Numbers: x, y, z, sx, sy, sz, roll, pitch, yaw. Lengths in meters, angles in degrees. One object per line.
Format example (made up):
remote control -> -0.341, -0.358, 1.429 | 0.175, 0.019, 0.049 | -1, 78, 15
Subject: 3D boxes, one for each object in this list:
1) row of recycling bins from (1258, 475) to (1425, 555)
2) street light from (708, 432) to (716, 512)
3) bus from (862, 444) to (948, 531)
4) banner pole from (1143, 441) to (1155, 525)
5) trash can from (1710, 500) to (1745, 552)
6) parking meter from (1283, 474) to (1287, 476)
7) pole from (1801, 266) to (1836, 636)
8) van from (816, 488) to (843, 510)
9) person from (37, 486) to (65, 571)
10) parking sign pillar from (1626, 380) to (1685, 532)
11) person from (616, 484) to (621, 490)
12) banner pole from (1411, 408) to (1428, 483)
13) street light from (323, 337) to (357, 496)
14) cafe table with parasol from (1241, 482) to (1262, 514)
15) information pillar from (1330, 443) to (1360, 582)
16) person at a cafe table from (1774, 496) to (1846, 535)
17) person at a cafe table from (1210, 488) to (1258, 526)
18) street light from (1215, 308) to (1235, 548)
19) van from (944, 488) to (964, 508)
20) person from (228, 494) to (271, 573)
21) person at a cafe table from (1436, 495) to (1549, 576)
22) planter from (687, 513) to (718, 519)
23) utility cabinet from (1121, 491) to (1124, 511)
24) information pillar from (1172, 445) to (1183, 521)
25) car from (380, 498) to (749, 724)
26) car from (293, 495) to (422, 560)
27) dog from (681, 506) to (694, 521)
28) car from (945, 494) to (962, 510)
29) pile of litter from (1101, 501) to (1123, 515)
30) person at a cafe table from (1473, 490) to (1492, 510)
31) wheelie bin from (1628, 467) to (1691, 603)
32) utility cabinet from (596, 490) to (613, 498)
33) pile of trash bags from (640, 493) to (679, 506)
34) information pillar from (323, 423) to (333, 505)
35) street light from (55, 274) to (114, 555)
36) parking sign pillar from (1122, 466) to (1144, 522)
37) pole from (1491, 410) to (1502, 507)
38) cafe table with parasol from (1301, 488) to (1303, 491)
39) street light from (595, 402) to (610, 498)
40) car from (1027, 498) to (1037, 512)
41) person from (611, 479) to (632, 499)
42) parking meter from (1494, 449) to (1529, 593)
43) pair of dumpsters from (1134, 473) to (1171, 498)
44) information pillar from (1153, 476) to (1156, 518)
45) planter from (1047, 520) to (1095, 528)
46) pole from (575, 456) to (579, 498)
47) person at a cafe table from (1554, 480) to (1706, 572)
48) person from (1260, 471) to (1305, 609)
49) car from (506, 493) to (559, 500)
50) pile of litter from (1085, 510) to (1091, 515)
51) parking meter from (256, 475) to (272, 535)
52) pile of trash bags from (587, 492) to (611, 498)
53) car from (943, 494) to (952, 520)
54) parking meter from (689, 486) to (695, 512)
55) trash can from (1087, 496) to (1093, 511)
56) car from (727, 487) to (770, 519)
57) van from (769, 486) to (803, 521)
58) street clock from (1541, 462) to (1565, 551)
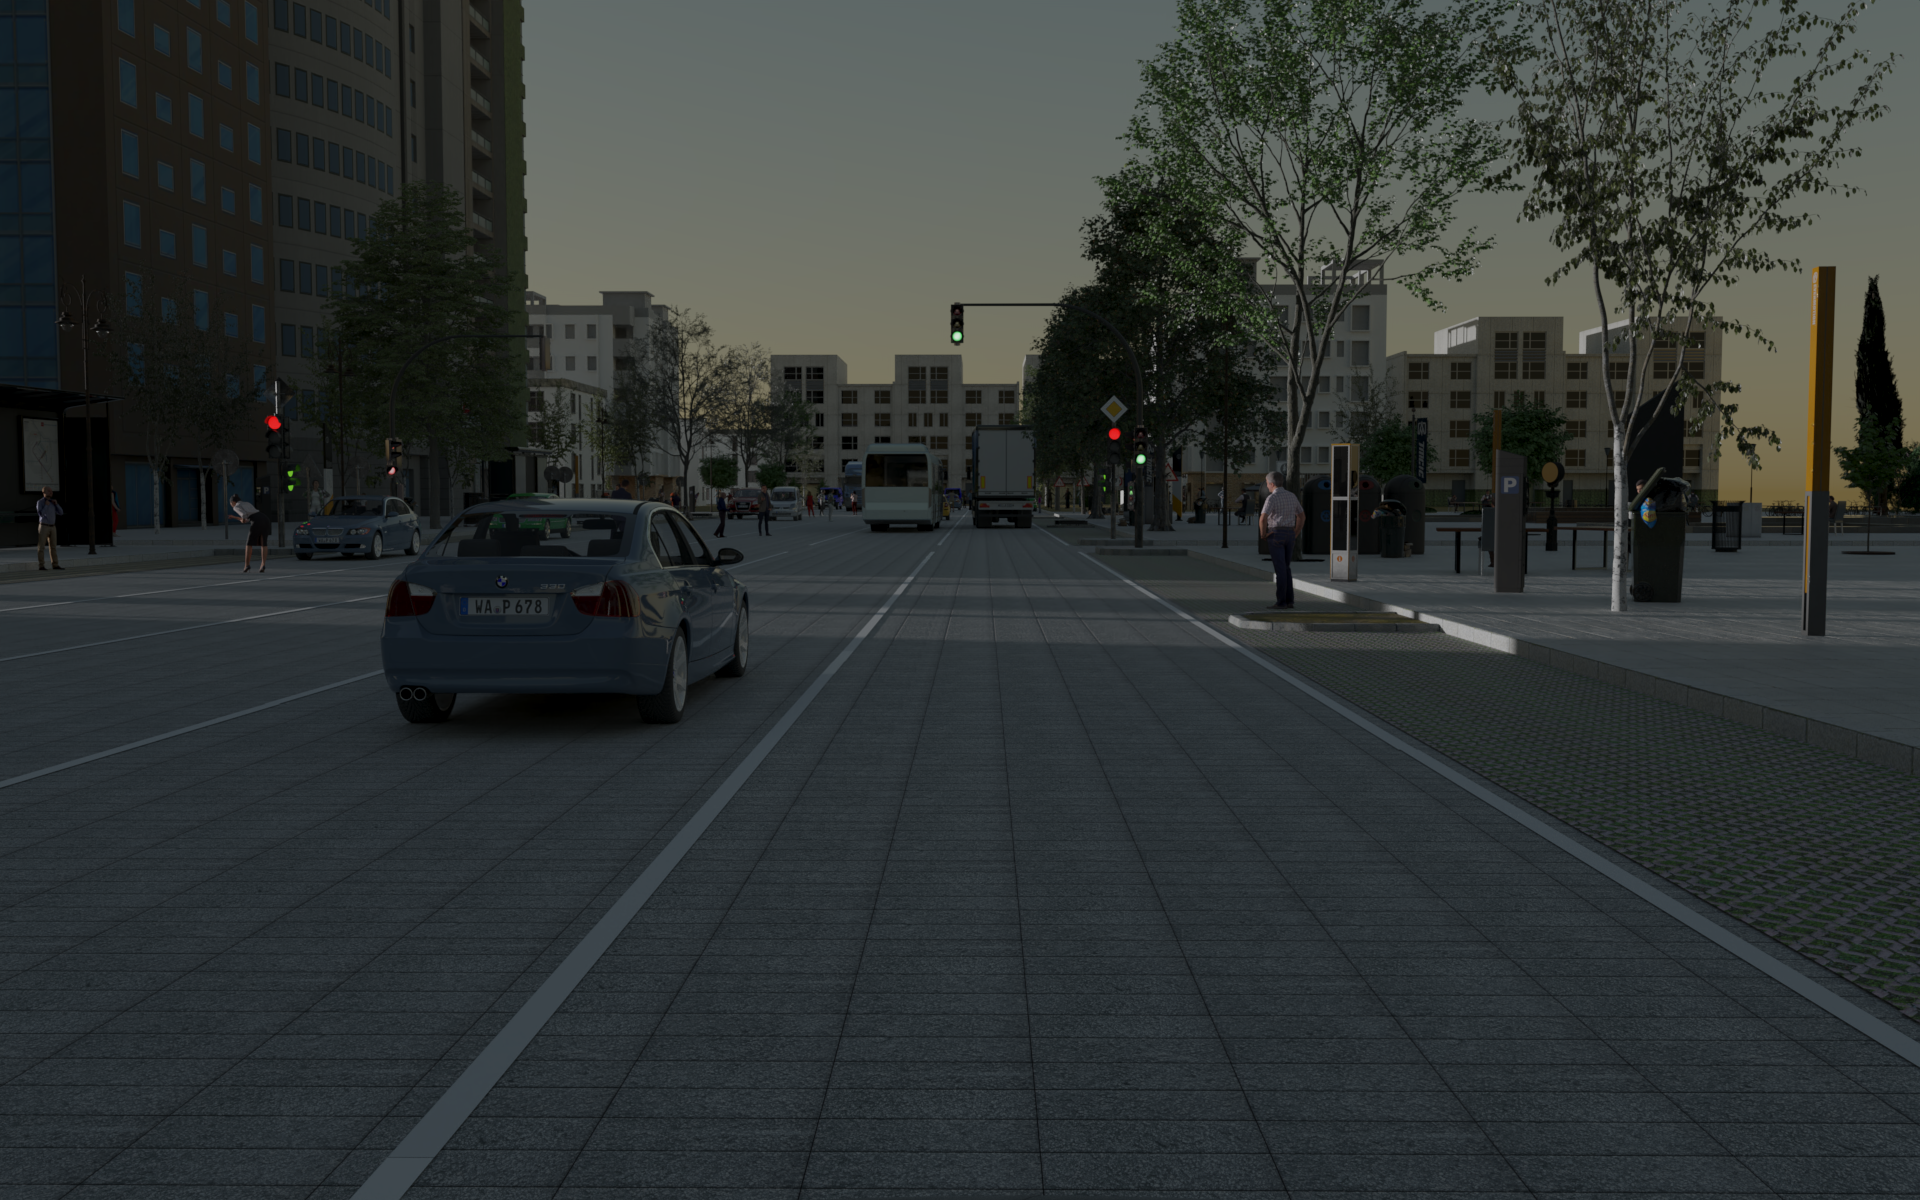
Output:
row of recycling bins -> 8.119, -1.824, 36.928 | 3.534, 1.692, 1.069 | 0, 4, -4
street light -> -17.386, -9.068, 121.046 | 0.468, 5.910, 1.993 | 0, 4, 1
bus -> -2.142, -4.580, 69.745 | 2.948, 3.499, 13.247 | 0, 4, 1
banner pole -> 7.666, -4.985, 71.525 | 0.863, 3.779, 0.401 | -1, 4, -11
trash can -> 16.962, -1.630, 38.308 | 0.748, 1.137, 0.748 | 0, 3, 0
parking meter -> 9.163, -2.681, 49.553 | 0.399, 1.863, 0.255 | 1, 4, 21
pole -> 7.754, -1.333, 15.640 | 0.158, 3.312, 0.155 | 0, 3, 0
van -> -11.968, -9.508, 159.837 | 2.240, 2.365, 5.245 | 0, 4, 2
person -> -17.043, -1.337, 32.421 | 0.319, 1.574, 0.516 | 2, 4, 26
parking sign pillar -> 15.978, -3.152, 40.006 | 1.447, 3.967, 1.447 | 0, 4, -3
person -> -9.240, -2.313, 47.242 | 0.530, 1.710, 0.541 | 1, 4, 22
banner pole -> 13.244, -3.675, 50.110 | 0.401, 3.779, 0.863 | -1, 4, -23
street light -> -18.250, -4.792, 51.131 | 0.468, 5.910, 1.993 | 0, 4, 1
cafe table with parasol -> 17.667, -5.907, 101.448 | 2.610, 1.966, 2.610 | 0, 4, -7
information pillar -> 5.634, -1.276, 25.358 | 0.304, 2.012, 0.304 | 3, 4, 39
person at a cafe table -> 26.872, -2.663, 54.394 | 1.698, 1.238, 1.726 | -2, 4, -33
person at a cafe table -> 11.438, -3.819, 70.952 | 1.698, 1.524, 1.622 | -2, 4, -29
street light -> 6.288, -4.168, 40.935 | 0.468, 5.910, 1.993 | 0, 4, 1
van -> -0.740, -10.793, 180.848 | 2.240, 2.365, 5.245 | 0, 4, 0
person -> -13.002, -1.220, 31.641 | 0.799, 1.438, 0.628 | -1, 4, -12
person at a cafe table -> 8.545, -1.037, 27.809 | 1.698, 1.238, 1.726 | 1, 4, 14
planter -> -15.241, -4.912, 101.443 | 1.991, 0.319, 1.994 | 0, 4, 1
utility cabinet -> 10.577, -6.080, 108.083 | 1.173, 1.500, 0.318 | -2, 4, -31
information pillar -> 10.381, -5.583, 82.636 | 0.504, 3.616, 0.183 | 2, 4, 26
car -> -2.584, -0.006, 12.104 | 2.014, 1.417, 4.499 | 0, 4, 1
car -> -13.525, -1.658, 39.119 | 2.014, 1.417, 4.499 | 0, 4, -1
dog -> -14.503, -4.658, 92.988 | 0.800, 0.831, 0.513 | 2, 4, 33
car -> -0.793, -8.676, 153.848 | 2.014, 1.417, 4.499 | 0, 4, 0
pile of litter -> 9.460, -5.533, 104.433 | 1.719, 0.858, 1.176 | 0, 4, 7
person at a cafe table -> 29.839, -5.456, 97.716 | 1.698, 1.524, 1.622 | 0, 4, 2
wheelie bin -> 8.362, -0.784, 20.723 | 0.693, 1.594, 0.980 | 1, 4, 18
utility cabinet -> -20.024, -5.470, 98.118 | 1.173, 1.500, 0.318 | -2, 4, -35
pile of trash bags -> -19.754, -6.410, 114.557 | 1.912, 1.369, 3.447 | 2, 4, 27
information pillar -> -20.796, -4.015, 56.994 | 0.183, 3.616, 0.504 | 0, 4, 5
street light -> -18.431, -3.904, 36.614 | 0.468, 5.910, 1.993 | 0, 4, 1
parking sign pillar -> 8.329, -5.673, 81.223 | 1.447, 3.967, 1.447 | 0, 4, 8
pole -> 13.023, -2.949, 42.065 | 0.158, 3.312, 0.155 | 0, 3, 0
cafe table with parasol -> 18.000, -4.985, 86.377 | 2.610, 1.966, 2.610 | -1, 4, -12
street light -> -17.748, -6.927, 86.039 | 0.468, 5.910, 1.993 | 0, 4, 1
car -> 5.389, -8.162, 142.238 | 1.959, 1.807, 4.718 | 0, 4, 1
person -> -7.749, -1.877, 39.632 | 0.683, 1.767, 0.568 | 1, 4, 11
parking meter -> 7.196, -1.032, 22.584 | 0.399, 1.863, 0.255 | 2, 4, 27
pair of dumpsters -> 8.393, -4.529, 76.547 | 1.574, 2.255, 4.437 | 0, 4, 1
information pillar -> 7.859, -3.928, 68.708 | 0.304, 2.012, 0.304 | -3, 5, -44
planter -> 4.712, -3.238, 74.080 | 1.991, 0.319, 1.994 | 0, 4, 1
pole -> -20.282, -5.985, 91.690 | 0.158, 3.312, 0.155 | 0, 3, 0
person at a cafe table -> 11.216, -1.258, 29.083 | 1.622, 1.524, 1.698 | -2, 4, -26
person -> 3.932, -0.736, 21.468 | 0.756, 1.711, 0.436 | -2, 4, -28
car -> -13.551, -2.808, 54.706 | 1.959, 1.807, 4.718 | 0, 4, 1
pile of litter -> 8.515, -5.767, 108.254 | 1.719, 0.858, 1.176 | -2, 4, -26
parking meter -> -21.665, -2.946, 53.880 | 0.255, 1.863, 0.399 | 2, 4, 30
pile of trash bags -> -19.859, -5.196, 94.700 | 1.912, 1.369, 3.447 | 0, 4, 8
car -> -1.417, -5.229, 95.712 | 2.015, 1.641, 3.980 | 0, 4, -1
parking meter -> -18.853, -7.100, 121.802 | 0.399, 1.863, 0.255 | 1, 4, 19
trash can -> 9.022, -6.494, 117.833 | 0.748, 1.137, 0.748 | 0, 3, 0
car -> -12.052, -5.556, 99.517 | 2.281, 1.827, 5.304 | 0, 4, 2
van -> -9.465, -5.292, 93.540 | 2.013, 2.044, 4.112 | 0, 4, -1
street clock -> 13.324, -2.103, 38.957 | 0.358, 2.002, 0.471 | -2, 4, -31
